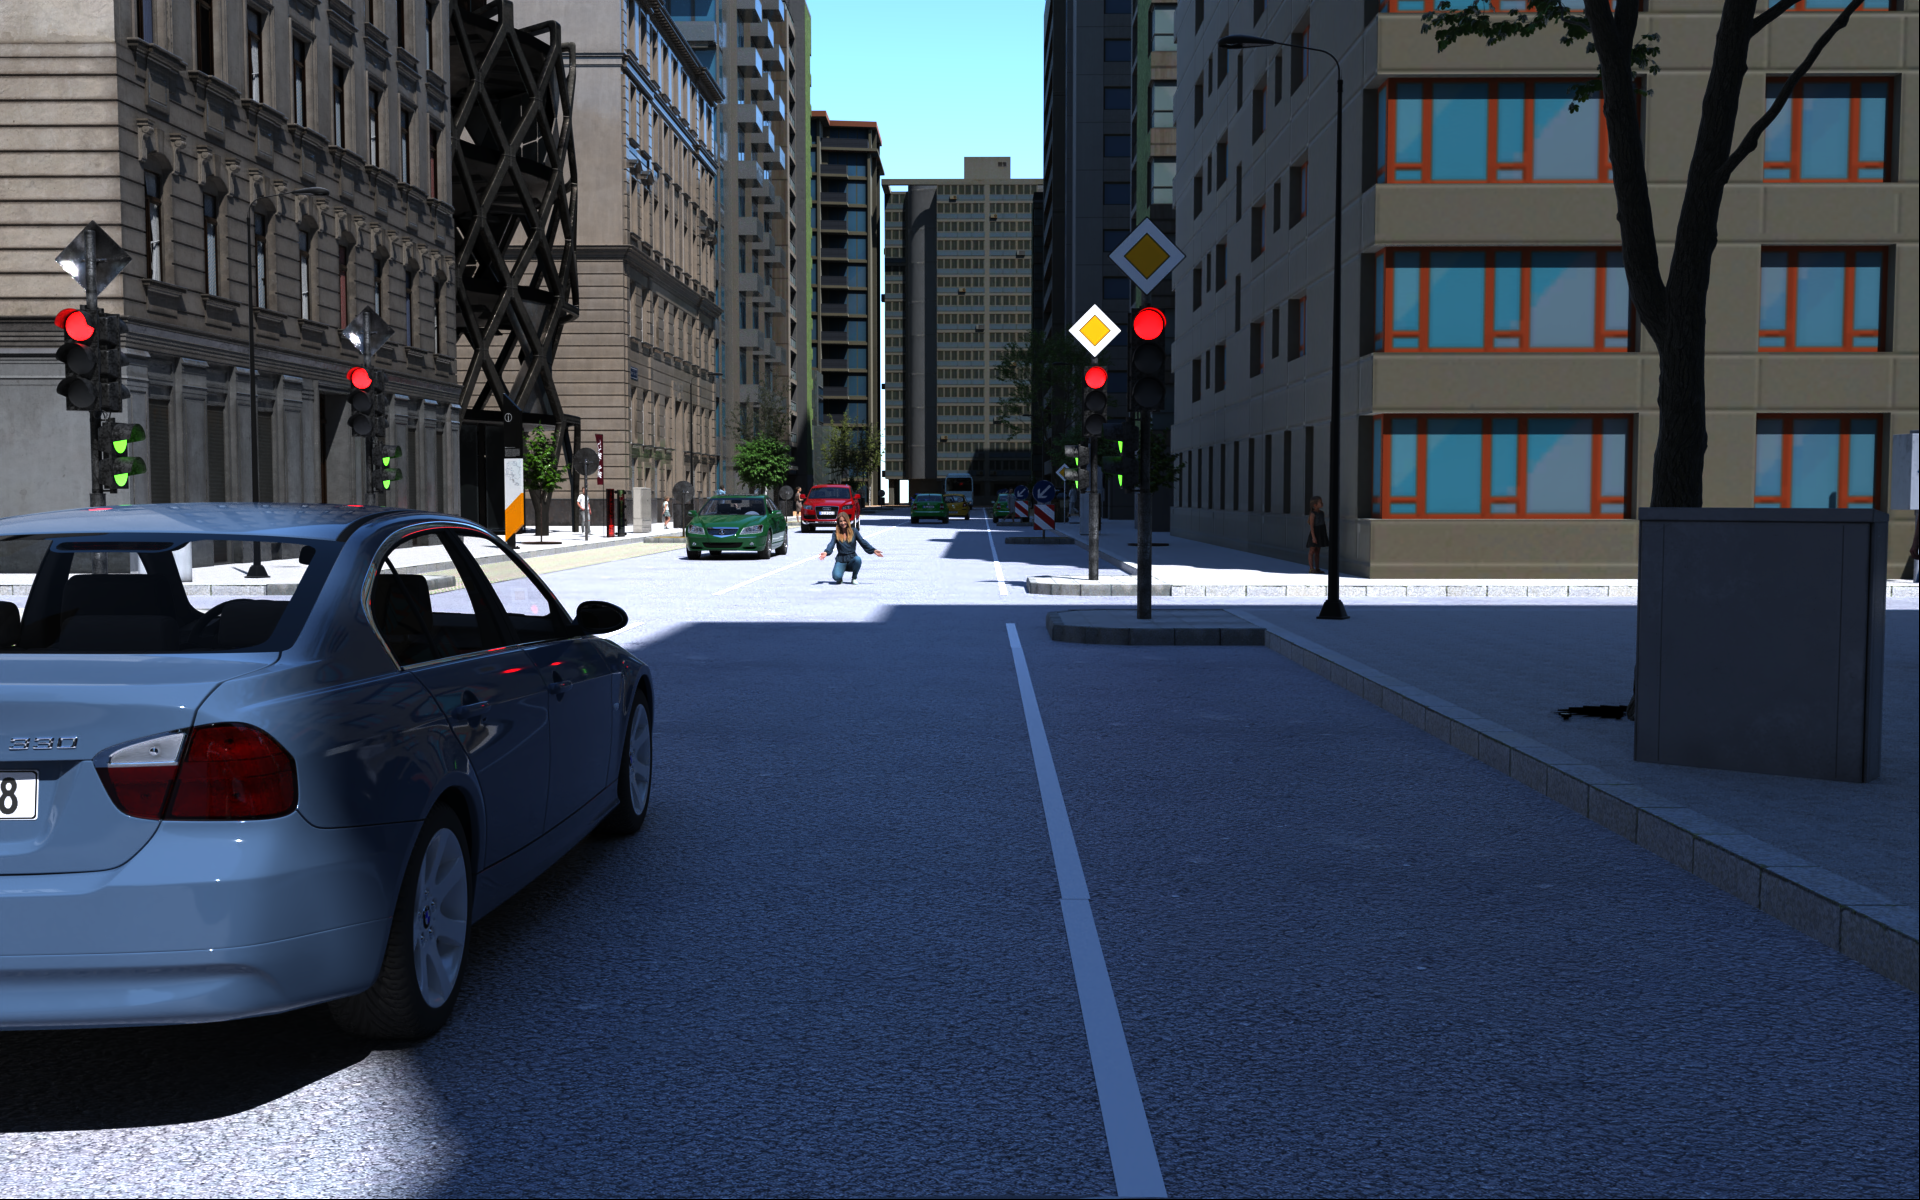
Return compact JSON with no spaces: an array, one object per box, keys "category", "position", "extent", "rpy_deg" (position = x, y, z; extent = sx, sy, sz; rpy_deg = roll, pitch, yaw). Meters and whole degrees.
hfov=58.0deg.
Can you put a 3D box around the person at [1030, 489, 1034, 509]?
[{"category":"person","position":[6.074,-8.608,147.501],"extent":[0.721,1.735,1.217],"rpy_deg":[1,4,11]}]

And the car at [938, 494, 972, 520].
[{"category":"car","position":[-0.331,-5.302,96.911],"extent":[2.015,1.641,3.980],"rpy_deg":[0,4,2]}]

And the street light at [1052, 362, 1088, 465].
[{"category":"street light","position":[3.937,-5.415,61.081],"extent":[1.470,5.913,1.316],"rpy_deg":[0,4,1]}]

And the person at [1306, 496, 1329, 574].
[{"category":"person","position":[5.787,-1.054,27.939],"extent":[0.362,1.253,0.373],"rpy_deg":[-2,4,-35]}]

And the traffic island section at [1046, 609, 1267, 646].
[{"category":"traffic island section","position":[1.918,0.272,17.834],"extent":[2.009,0.180,2.903],"rpy_deg":[0,4,1]}]

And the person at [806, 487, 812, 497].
[{"category":"person","position":[-10.715,-7.314,125.722],"extent":[1.348,1.812,0.705],"rpy_deg":[-3,5,-41]}]

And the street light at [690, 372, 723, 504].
[{"category":"street light","position":[-9.732,-5.731,66.250],"extent":[1.470,5.913,1.316],"rpy_deg":[0,4,1]}]

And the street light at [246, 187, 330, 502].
[{"category":"street light","position":[-10.239,-3.293,26.380],"extent":[1.470,5.913,1.316],"rpy_deg":[0,4,1]}]

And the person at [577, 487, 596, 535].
[{"category":"person","position":[-11.671,-2.773,53.979],"extent":[0.523,1.515,0.503],"rpy_deg":[1,4,9]}]

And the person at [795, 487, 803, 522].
[{"category":"person","position":[-7.476,-4.415,81.022],"extent":[0.374,1.781,0.599],"rpy_deg":[-2,4,-33]}]

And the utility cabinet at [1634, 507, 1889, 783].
[{"category":"utility cabinet","position":[3.715,0.189,8.070],"extent":[1.020,1.237,0.306],"rpy_deg":[3,5,40]}]

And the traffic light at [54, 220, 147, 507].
[{"category":"traffic light","position":[-8.883,-1.768,17.831],"extent":[0.839,4.253,0.868],"rpy_deg":[0,4,1]}]

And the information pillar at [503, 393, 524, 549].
[{"category":"information pillar","position":[-10.398,-2.994,40.305],"extent":[0.504,3.616,0.183],"rpy_deg":[1,4,22]}]

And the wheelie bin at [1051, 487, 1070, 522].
[{"category":"wheelie bin","position":[4.531,-4.316,78.468],"extent":[0.693,1.594,0.980],"rpy_deg":[-3,4,-38]}]

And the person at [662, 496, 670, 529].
[{"category":"person","position":[-10.806,-3.196,63.318],"extent":[0.382,1.210,0.505],"rpy_deg":[-3,4,-38]}]

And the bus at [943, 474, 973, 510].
[{"category":"bus","position":[-0.132,-10.213,161.842],"extent":[2.948,3.499,13.247],"rpy_deg":[0,4,0]}]

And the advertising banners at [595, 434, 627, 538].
[{"category":"advertising banners","position":[-10.336,-3.367,51.233],"extent":[0.090,3.025,2.074],"rpy_deg":[1,4,13]}]

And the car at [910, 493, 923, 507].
[{"category":"car","position":[-3.809,-9.662,167.564],"extent":[1.945,1.707,3.694],"rpy_deg":[0,4,1]}]

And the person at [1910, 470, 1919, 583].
[{"category":"person","position":[7.370,-0.407,12.787],"extent":[0.616,1.811,0.778],"rpy_deg":[3,4,36]}]

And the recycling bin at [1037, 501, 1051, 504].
[{"category":"recycling bin","position":[4.765,-5.107,96.057],"extent":[0.722,1.027,0.722],"rpy_deg":[-2,4,-28]}]

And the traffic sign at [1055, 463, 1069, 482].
[{"category":"traffic sign","position":[4.454,-4.510,73.464],"extent":[0.795,2.593,0.064],"rpy_deg":[0,4,8]}]

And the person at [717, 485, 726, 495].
[{"category":"person","position":[-13.172,-5.432,95.116],"extent":[0.793,1.790,0.793],"rpy_deg":[1,4,12]}]

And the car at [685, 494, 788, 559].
[{"category":"car","position":[-5.044,-1.697,39.549],"extent":[2.131,1.459,4.920],"rpy_deg":[0,4,2]}]

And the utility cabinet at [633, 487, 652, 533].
[{"category":"utility cabinet","position":[-10.478,-2.966,57.172],"extent":[0.318,1.500,1.173],"rpy_deg":[0,4,5]}]

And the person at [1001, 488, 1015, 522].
[{"category":"person","position":[2.307,-4.330,80.041],"extent":[0.760,1.731,0.466],"rpy_deg":[-1,4,-8]}]

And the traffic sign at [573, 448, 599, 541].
[{"category":"traffic sign","position":[-10.276,-2.903,47.574],"extent":[0.768,2.556,0.104],"rpy_deg":[1,4,10]}]

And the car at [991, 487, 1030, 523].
[{"category":"car","position":[2.539,-4.768,86.745],"extent":[1.959,1.807,4.718],"rpy_deg":[0,3,0]}]

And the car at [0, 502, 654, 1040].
[{"category":"car","position":[-2.223,0.376,5.847],"extent":[2.014,1.417,4.499],"rpy_deg":[0,4,0]}]

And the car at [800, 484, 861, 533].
[{"category":"car","position":[-4.867,-3.474,65.478],"extent":[2.281,1.827,5.304],"rpy_deg":[0,4,-1]}]

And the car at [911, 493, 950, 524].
[{"category":"car","position":[-1.467,-4.689,85.466],"extent":[1.959,1.807,4.718],"rpy_deg":[0,4,1]}]

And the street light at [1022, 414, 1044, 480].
[{"category":"street light","position":[4.324,-7.846,100.829],"extent":[1.470,5.913,1.316],"rpy_deg":[0,4,1]}]

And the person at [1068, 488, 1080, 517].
[{"category":"person","position":[6.227,-5.447,94.987],"extent":[0.818,1.842,0.514],"rpy_deg":[1,4,22]}]

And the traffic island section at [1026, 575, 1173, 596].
[{"category":"traffic island section","position":[2.012,-0.216,25.819],"extent":[2.009,0.180,2.903],"rpy_deg":[0,4,1]}]

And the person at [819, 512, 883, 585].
[{"category":"person","position":[-1.716,-0.825,27.481],"extent":[1.012,1.151,0.738],"rpy_deg":[0,4,-1]}]

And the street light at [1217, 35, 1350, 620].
[{"category":"street light","position":[3.307,-2.761,17.691],"extent":[1.470,5.913,1.316],"rpy_deg":[0,4,1]}]

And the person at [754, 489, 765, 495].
[{"category":"person","position":[-11.646,-5.783,100.688],"extent":[0.679,1.850,0.850],"rpy_deg":[-2,4,-29]}]
